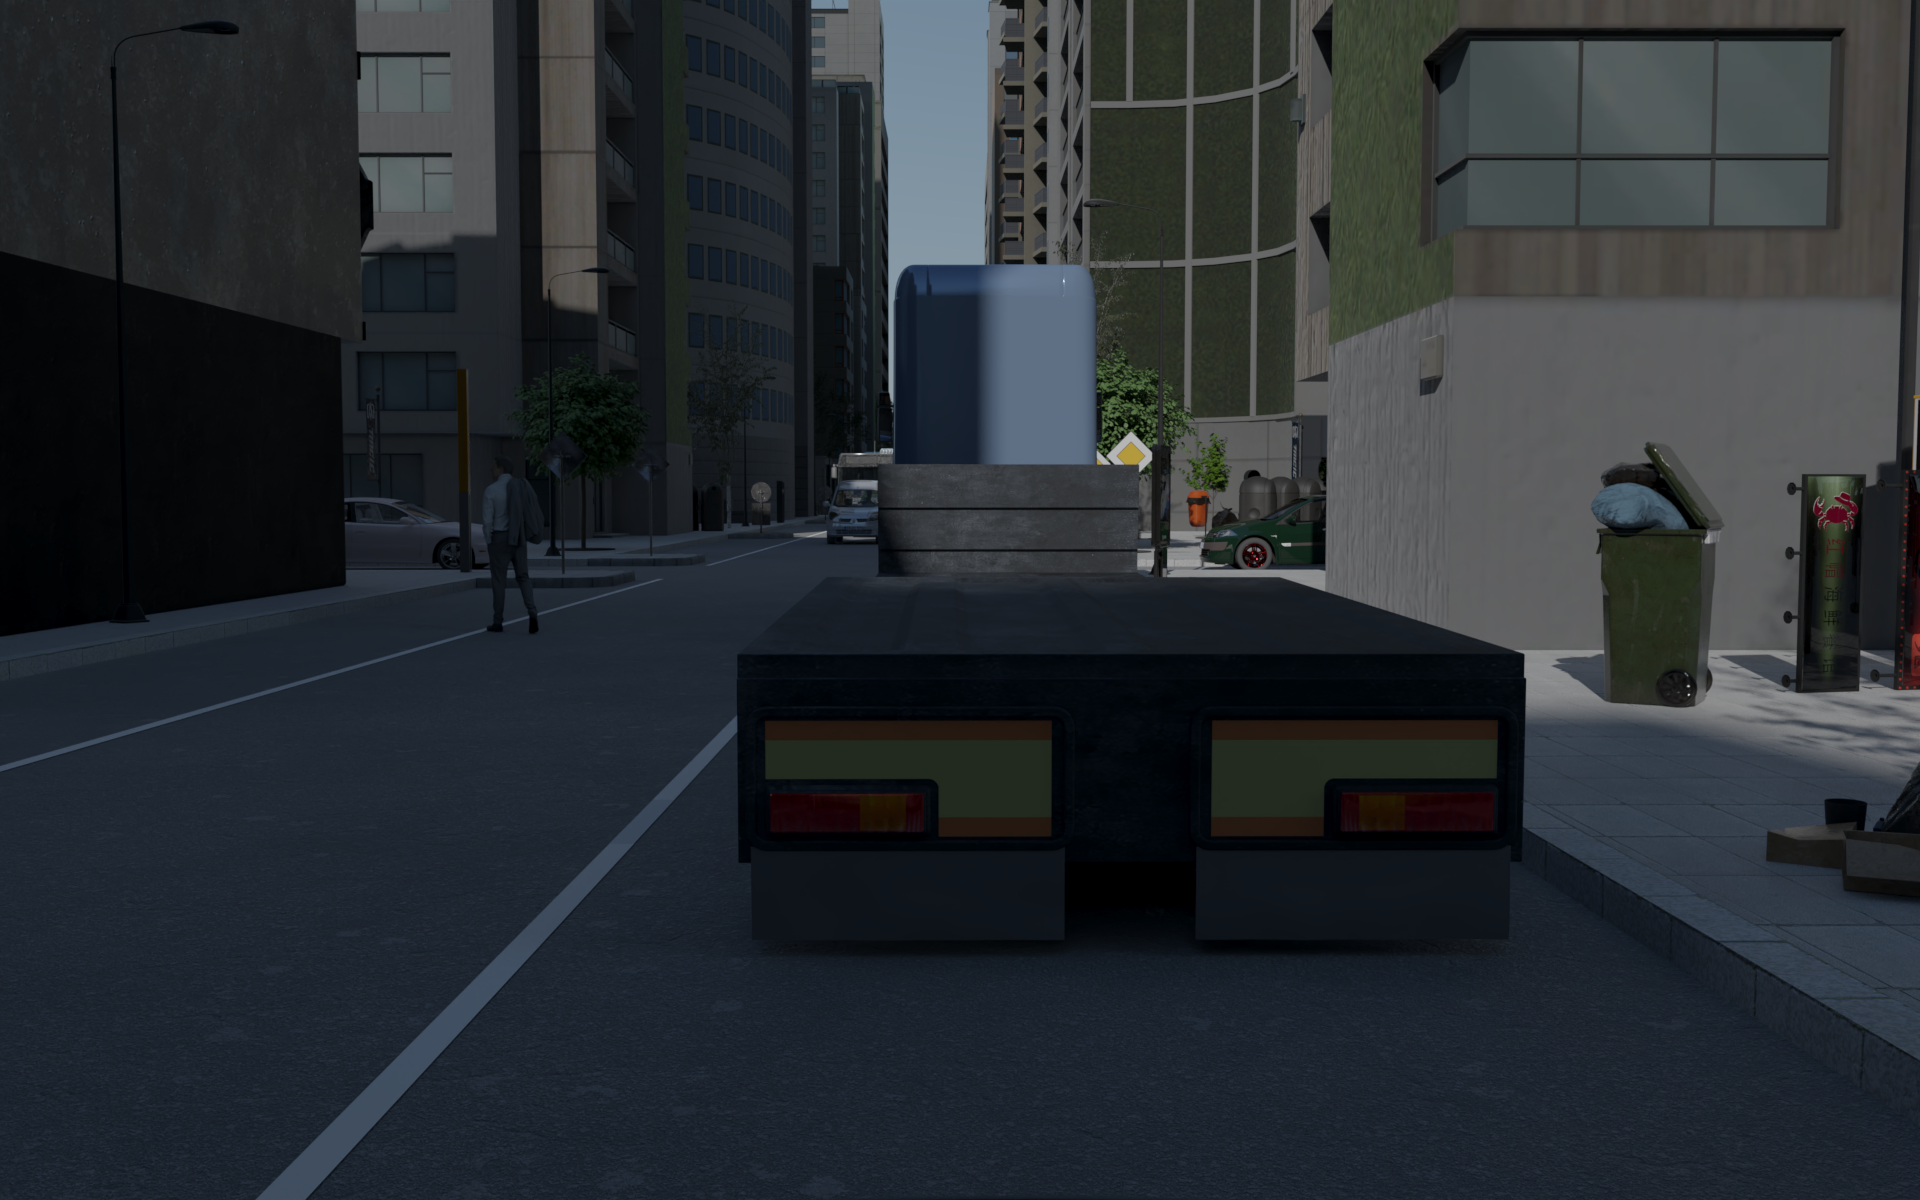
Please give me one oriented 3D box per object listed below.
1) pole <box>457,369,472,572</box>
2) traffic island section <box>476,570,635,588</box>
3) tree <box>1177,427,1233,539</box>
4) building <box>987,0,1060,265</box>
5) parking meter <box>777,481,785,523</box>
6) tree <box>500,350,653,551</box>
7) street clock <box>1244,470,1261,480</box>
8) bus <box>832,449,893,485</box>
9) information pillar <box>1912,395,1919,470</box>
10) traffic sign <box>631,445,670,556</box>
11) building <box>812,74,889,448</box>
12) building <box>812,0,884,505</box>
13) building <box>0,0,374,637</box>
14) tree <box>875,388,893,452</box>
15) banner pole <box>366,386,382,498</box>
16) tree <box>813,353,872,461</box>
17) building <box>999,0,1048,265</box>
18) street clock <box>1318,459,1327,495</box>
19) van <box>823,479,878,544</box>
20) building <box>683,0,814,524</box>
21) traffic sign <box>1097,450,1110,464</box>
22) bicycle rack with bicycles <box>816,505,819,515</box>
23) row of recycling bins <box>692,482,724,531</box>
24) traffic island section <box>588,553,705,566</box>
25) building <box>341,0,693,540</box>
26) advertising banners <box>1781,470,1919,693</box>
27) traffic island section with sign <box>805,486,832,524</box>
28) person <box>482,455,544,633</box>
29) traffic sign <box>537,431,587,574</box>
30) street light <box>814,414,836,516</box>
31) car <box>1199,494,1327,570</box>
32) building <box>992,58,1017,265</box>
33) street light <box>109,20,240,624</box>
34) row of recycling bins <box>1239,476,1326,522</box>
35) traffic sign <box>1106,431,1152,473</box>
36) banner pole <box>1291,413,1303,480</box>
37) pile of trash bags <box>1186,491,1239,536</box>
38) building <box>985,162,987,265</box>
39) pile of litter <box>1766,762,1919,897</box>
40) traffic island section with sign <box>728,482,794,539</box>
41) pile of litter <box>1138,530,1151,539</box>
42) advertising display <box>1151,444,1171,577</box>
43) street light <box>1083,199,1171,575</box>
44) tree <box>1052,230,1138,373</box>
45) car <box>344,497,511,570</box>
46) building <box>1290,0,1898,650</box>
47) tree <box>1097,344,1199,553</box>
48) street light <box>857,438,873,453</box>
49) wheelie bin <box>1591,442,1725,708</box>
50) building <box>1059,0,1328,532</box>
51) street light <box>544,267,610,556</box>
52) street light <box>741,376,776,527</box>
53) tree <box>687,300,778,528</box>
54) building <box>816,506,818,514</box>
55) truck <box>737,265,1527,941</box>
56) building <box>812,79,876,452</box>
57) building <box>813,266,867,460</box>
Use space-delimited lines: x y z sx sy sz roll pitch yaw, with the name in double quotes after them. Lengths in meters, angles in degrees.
-8.106 -2.109 28.324 0.158 3.312 0.155 0 3 0 "pole"
-6.388 -0.338 27.799 2.009 0.180 2.903 0 3 0 "traffic island section"
7.365 -3.381 49.874 1.663 3.219 1.824 0 3 0 "tree"
13.783 -40.770 208.594 21.231 58.520 28.212 0 3 0 "building"
-7.975 -4.360 77.004 0.255 1.863 0.399 1 4 13 "parking meter"
-8.699 -3.412 39.506 4.285 4.588 4.351 0 3 0 "tree"
8.709 -2.879 51.648 0.471 2.002 0.358 -1 4 -22 "street clock"
-3.285 -4.638 70.685 2.948 3.499 13.247 0 4 0 "bus"
7.284 -0.511 12.852 0.304 2.012 0.304 -2 4 -23 "information pillar"
-6.378 -1.962 35.723 0.795 2.450 0.064 0 3 0 "traffic sign"
-19.480 -35.520 204.456 21.300 48.544 21.600 0 3 0 "building"
-19.325 -49.984 255.484 20.563 71.187 20.611 0 3 0 "building"
-16.958 -9.242 18.566 16.811 18.784 16.820 0 3 0 "building"
-9.314 -16.531 187.290 9.611 12.733 9.660 0 3 0 "tree"
-13.530 -3.060 40.051 0.401 3.779 0.863 0 4 7 "banner pole"
-9.595 -10.538 106.710 8.767 10.594 7.601 0 4 -7 "tree"
14.069 -28.974 128.352 22.147 44.769 28.867 0 3 0 "building"
7.586 -1.903 35.681 0.358 2.002 0.471 -1 4 -22 "street clock"
-2.965 -2.675 50.745 2.013 2.044 4.112 0 4 1 "van"
-18.946 -33.206 84.923 21.231 58.520 28.212 0 3 0 "building"
2.716 -1.962 35.718 0.795 2.450 0.064 0 3 0 "traffic sign"
-9.522 -5.534 103.857 2.852 0.926 2.925 3 5 42 "bicycle rack with bicycles"
-9.920 -3.235 60.010 3.534 1.692 1.069 0 4 4 "row of recycling bins"
-6.401 -0.826 35.784 2.009 0.180 2.903 0 3 0 "traffic island section"
-16.034 -22.436 50.416 14.154 41.232 14.086 0 3 0 "building"
6.322 -0.923 11.281 2.074 3.025 0.090 -1 4 -13 "advertising banners"
-6.501 -4.629 84.309 1.989 1.847 2.006 0 3 0 "traffic island section with sign"
-4.612 -0.568 17.882 0.679 1.850 0.850 -3 5 -43 "person"
-6.364 -1.474 27.738 0.795 2.450 0.064 0 3 0 "traffic sign"
-7.927 -7.845 100.802 1.470 5.913 1.316 0 3 0 "street light"
6.567 -1.367 32.143 4.222 1.686 2.009 0 4 1 "car"
10.315 -32.367 179.318 14.600 45.320 14.200 0 3 0 "building"
-7.764 -2.727 17.136 1.470 5.913 1.316 0 3 0 "street light"
7.848 -2.081 41.140 1.069 1.692 3.534 3 5 42 "row of recycling bins"
2.730 -1.473 27.733 0.795 2.450 0.064 0 3 0 "traffic sign"
10.377 -3.874 53.354 0.401 3.779 0.863 2 4 35 "banner pole"
7.155 -2.135 44.663 3.447 1.369 1.912 -3 4 -38 "pile of trash bags"
14.133 -37.338 234.181 21.300 48.544 21.600 0 3 0 "building"
3.396 0.513 5.576 1.176 0.858 1.719 0 4 -7 "pile of litter"
-6.444 -2.916 56.309 1.989 1.847 2.006 0 3 0 "traffic island section with sign"
4.663 -2.160 49.289 1.719 0.858 1.176 1 4 14 "pile of litter"
2.656 -1.080 22.879 0.123 1.923 0.974 1 4 15 "advertising display"
2.638 -3.358 27.439 1.470 5.913 1.316 0 3 0 "street light"
3.111 -6.010 48.627 4.360 8.622 3.978 0 3 0 "tree"
-10.765 -1.236 32.575 4.827 1.381 2.083 0 4 -2 "car"
11.015 -15.196 20.151 14.160 30.474 14.107 0 3 0 "building"
3.552 -3.322 38.024 4.285 4.588 4.351 0 3 0 "tree"
-7.999 -10.526 144.647 1.470 5.913 1.316 0 3 0 "street light"
4.285 -0.169 10.677 0.693 1.594 0.980 2 4 31 "wheelie bin"
12.231 -38.171 62.346 20.563 71.187 20.611 0 3 0 "building"
-7.867 -3.856 35.590 1.470 5.913 1.316 0 3 0 "street light"
-7.949 -5.861 68.369 1.470 5.913 1.316 0 3 0 "street light"
-8.908 -6.999 64.796 4.360 8.622 3.978 0 3 0 "tree"
-18.899 -41.681 119.728 20.563 71.187 20.611 0 3 0 "building"
0.457 -1.517 14.568 2.967 4.110 18.799 0 4 0 "truck"
-15.492 -29.554 166.809 14.154 41.232 14.086 0 3 0 "building"
-22.447 -18.404 145.947 27.650 21.520 28.899 0 3 0 "building"
